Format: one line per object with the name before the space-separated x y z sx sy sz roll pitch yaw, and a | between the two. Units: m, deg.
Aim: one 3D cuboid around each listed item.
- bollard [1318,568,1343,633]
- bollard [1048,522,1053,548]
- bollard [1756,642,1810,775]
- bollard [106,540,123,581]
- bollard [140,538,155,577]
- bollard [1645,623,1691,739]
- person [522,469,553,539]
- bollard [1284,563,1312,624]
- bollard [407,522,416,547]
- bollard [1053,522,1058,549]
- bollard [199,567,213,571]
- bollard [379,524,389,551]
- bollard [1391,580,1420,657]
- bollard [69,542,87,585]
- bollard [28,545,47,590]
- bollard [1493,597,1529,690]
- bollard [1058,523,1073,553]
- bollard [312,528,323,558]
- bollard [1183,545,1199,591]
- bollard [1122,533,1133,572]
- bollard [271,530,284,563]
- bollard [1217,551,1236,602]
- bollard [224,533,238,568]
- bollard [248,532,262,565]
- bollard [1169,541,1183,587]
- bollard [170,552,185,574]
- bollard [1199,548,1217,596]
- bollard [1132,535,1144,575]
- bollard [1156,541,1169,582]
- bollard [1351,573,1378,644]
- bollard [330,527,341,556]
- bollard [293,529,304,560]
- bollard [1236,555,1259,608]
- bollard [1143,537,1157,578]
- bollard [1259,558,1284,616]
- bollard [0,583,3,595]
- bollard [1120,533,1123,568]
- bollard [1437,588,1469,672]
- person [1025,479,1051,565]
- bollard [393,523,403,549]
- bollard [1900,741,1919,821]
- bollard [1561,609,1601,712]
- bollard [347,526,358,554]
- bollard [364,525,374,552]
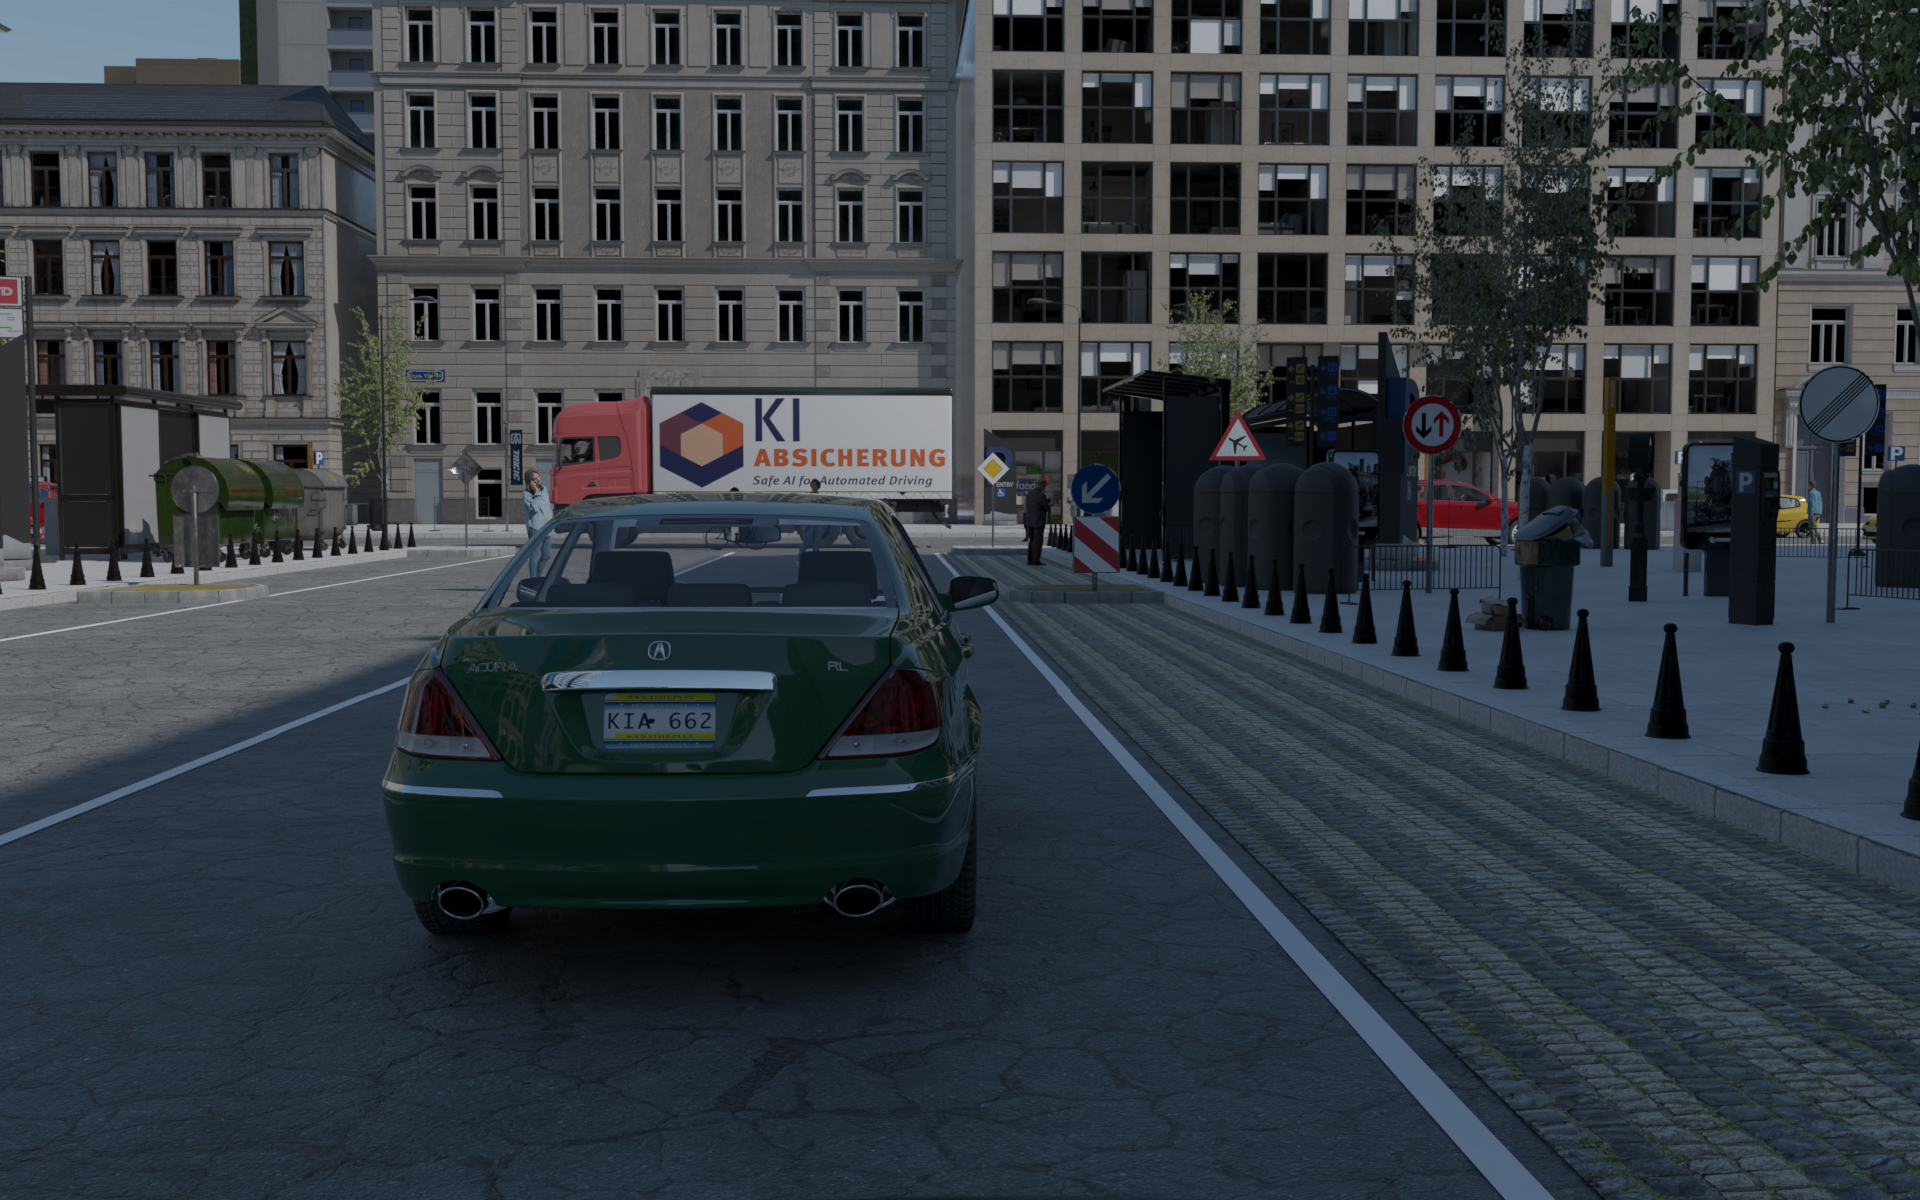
bollard | 3.441 -0.001 16.054 0.229 0.601 0.229 0 3 0
bollard | 2.288 -1.557 41.505 0.229 0.601 0.229 0 3 0
bollard | 3.806 0.492 7.993 0.229 0.601 0.229 0 3 0
bollard | -12.497 -0.583 25.567 0.229 0.601 0.229 0 3 0
bollard | -12.544 -0.653 26.716 0.229 0.601 0.229 0 3 0
bollard | 3.746 0.422 9.148 0.229 0.601 0.229 0 3 0
person | -6.154 -1.006 25.209 0.793 1.790 0.793 -1 4 -14
bollard | 3.389 -0.071 17.205 0.229 0.601 0.229 0 3 0
bollard | -13.224 -1.572 41.749 0.229 0.601 0.229 0 3 0
bollard | 2.346 -1.486 40.335 0.229 0.601 0.229 0 3 0
bollard | -12.649 -0.794 29.016 0.229 0.601 0.229 0 3 0
bollard | -13.120 -1.431 39.436 0.229 0.601 0.229 0 3 0
bollard | 3.541 0.140 13.747 0.229 0.601 0.229 0 3 0
bollard | -12.442 -0.512 24.409 0.229 0.601 0.229 0 3 0
bollard | -12.393 -0.441 23.249 0.229 0.601 0.229 0 3 0
bollard | 3.646 0.281 11.448 0.229 0.601 0.229 0 3 0
bollard | 2.396 -1.415 39.184 0.229 0.601 0.229 0 3 0
bollard | -12.914 -1.146 34.785 0.229 0.601 0.229 0 3 0
bollard | 3.127 -0.424 22.967 0.229 0.601 0.229 0 3 0
bollard | 2.865 -0.778 28.770 0.229 0.601 0.229 0 3 0
bollard | -12.805 -1.006 32.482 0.229 0.601 0.229 0 3 0
bollard | 3.230 -0.283 20.668 0.229 0.601 0.229 0 3 0
bollard | -12.699 -0.864 30.165 0.229 0.601 0.229 0 3 0
bollard | -12.756 -0.934 31.317 0.229 0.601 0.229 0 3 0
bollard | 3.073 -0.494 24.117 0.229 0.601 0.229 0 3 0
bollard | -12.600 -0.723 27.866 0.229 0.601 0.229 0 3 0
bollard | 3.178 -0.353 21.817 0.229 0.601 0.229 0 3 0
bollard | 2.919 -0.707 27.597 0.229 0.601 0.229 0 3 0
bollard | 3.027 -0.565 25.271 0.229 0.601 0.229 0 3 0
bollard | 3.486 0.070 14.904 0.229 0.601 0.229 0 3 0
bollard | -12.962 -1.217 35.939 0.229 0.601 0.229 0 3 0
bollard | -12.855 -1.076 33.636 0.229 0.601 0.229 0 3 0
bollard | 3.282 -0.212 19.505 0.229 0.601 0.229 0 3 0
bollard | 2.967 -0.636 26.448 0.229 0.601 0.229 0 3 0
bollard | 3.336 -0.141 18.355 0.229 0.601 0.229 0 3 0
bollard | -12.342 -0.370 22.091 0.229 0.601 0.229 0 3 0
bollard | 2.814 -0.850 29.942 0.229 0.601 0.229 0 3 0
bollard | 3.591 0.211 12.597 0.229 0.601 0.229 0 3 0
person | 1.589 -1.561 34.715 0.565 1.739 0.600 2 4 30
bollard | -13.171 -1.502 40.598 0.229 0.601 0.229 0 3 0
bollard | 3.854 0.563 6.843 0.229 0.601 0.229 0 3 0
bollard | 3.698 0.351 10.298 0.229 0.601 0.229 0 3 0
bollard | -13.014 -1.288 37.096 0.229 0.601 0.229 0 3 0
bollard | -13.067 -1.359 38.259 0.229 0.601 0.229 0 3 0
